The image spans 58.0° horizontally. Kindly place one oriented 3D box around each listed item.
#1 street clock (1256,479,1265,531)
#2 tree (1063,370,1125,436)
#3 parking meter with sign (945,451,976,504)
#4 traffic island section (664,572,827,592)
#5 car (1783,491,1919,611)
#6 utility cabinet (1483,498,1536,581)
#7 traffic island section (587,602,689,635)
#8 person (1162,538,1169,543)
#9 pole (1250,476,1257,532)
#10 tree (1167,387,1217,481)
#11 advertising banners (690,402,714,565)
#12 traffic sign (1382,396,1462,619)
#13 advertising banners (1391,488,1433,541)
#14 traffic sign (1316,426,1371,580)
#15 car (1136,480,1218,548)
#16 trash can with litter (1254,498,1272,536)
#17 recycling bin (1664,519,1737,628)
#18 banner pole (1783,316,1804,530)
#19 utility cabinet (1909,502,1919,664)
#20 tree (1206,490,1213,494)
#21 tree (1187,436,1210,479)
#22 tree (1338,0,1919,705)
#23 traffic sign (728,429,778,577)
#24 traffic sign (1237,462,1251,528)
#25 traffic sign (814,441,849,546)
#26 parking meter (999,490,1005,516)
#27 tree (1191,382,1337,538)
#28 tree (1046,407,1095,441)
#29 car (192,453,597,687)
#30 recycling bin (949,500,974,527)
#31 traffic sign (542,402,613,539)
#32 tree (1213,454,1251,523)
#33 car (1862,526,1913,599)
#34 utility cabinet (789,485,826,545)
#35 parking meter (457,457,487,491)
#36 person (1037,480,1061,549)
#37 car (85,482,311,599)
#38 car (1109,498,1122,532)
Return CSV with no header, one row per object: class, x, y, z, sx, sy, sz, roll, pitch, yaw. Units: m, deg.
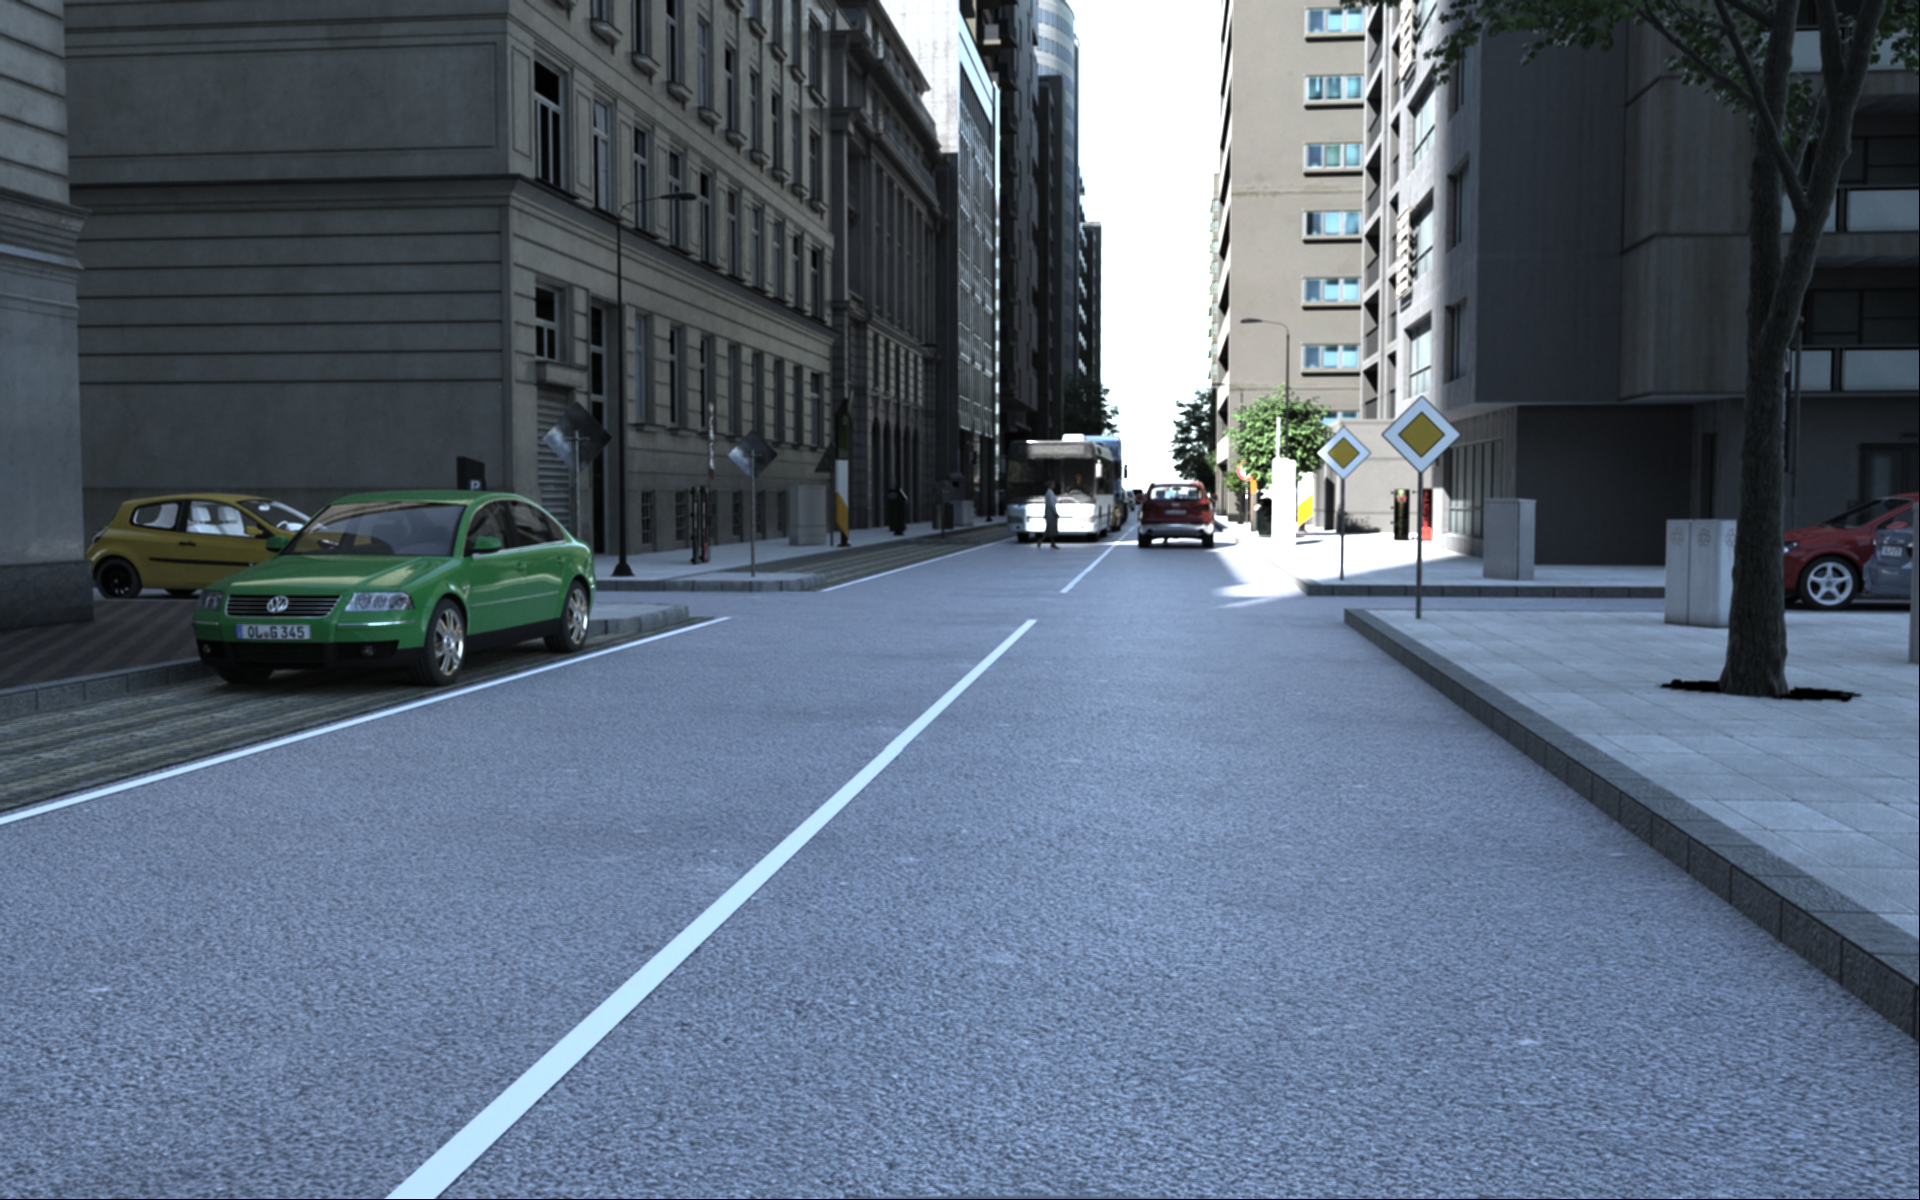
street clock,10.449,-3.414,60.390,0.471,2.002,0.358,-3,5,-45
tree,12.108,-16.603,178.111,9.857,13.997,8.962,0,3,0
parking meter with sign,-0.236,-4.529,70.307,1.738,3.016,0.543,-2,4,-27
traffic island section,-3.227,-0.279,26.843,2.009,0.180,2.903,0,4,7
car,12.036,-0.784,21.862,4.494,1.783,2.155,0,4,7
utility cabinet,8.286,-0.916,26.132,0.306,1.237,1.020,-1,4,-12
traffic island section,-4.187,0.206,18.916,2.009,0.180,2.903,0,4,7
person,6.126,-2.621,51.218,0.638,1.841,0.748,2,4,30
pole,9.867,-3.935,58.175,0.158,3.312,0.155,0,3,0
tree,25.359,-16.170,182.509,7.486,12.596,7.792,0,3,0
advertising banners,-4.787,-2.212,32.360,0.090,3.025,2.074,0,4,3
traffic sign,4.715,-0.863,17.760,0.795,2.450,0.064,0,4,7
advertising banners,12.626,-3.106,46.977,0.090,3.025,2.074,-3,5,-43
traffic sign,5.674,-1.348,25.688,0.795,2.450,0.064,0,4,7
car,5.976,-2.393,47.797,2.281,1.827,5.304,0,4,8
trash can with litter,9.374,-2.576,53.503,0.624,1.170,1.055,0,4,6
recycling bin,7.428,-0.269,16.951,0.722,1.027,0.722,-1,4,-19
banner pole,11.774,-2.120,24.681,0.401,3.779,0.863,0,4,-5
utility cabinet,7.742,-0.119,13.104,1.020,1.237,0.306,-1,4,-10
tree,20.504,-8.739,137.483,1.663,3.219,1.824,0,3,0
tree,29.133,-15.898,210.286,4.737,8.622,4.395,0,3,0
tree,5.282,-5.198,10.750,9.928,11.665,9.643,0,3,0
traffic sign,-3.203,-1.415,26.779,0.795,2.450,0.064,0,4,7
traffic sign,10.721,-3.951,64.700,0.768,2.556,0.104,1,4,11
traffic sign,-3.159,-2.608,42.640,0.884,2.594,0.081,1,4,10
parking meter,2.453,-5.682,101.308,0.372,1.533,0.369,0,3,0
tree,9.324,-4.095,50.670,4.285,4.588,4.351,0,3,0
tree,9.406,-11.981,146.243,4.737,8.622,4.395,0,3,0
car,-4.480,-0.338,14.327,1.959,1.807,4.718,0,4,7
recycling bin,0.061,-3.442,68.835,0.722,1.027,0.722,3,5,40
traffic sign,-4.162,-0.930,18.851,0.795,2.450,0.064,0,4,7
tree,12.628,-5.130,78.471,1.663,3.219,1.824,0,3,0
car,12.689,-0.457,19.468,4.499,1.417,2.014,0,4,6
utility cabinet,-3.828,-2.125,43.421,0.318,1.500,1.173,2,4,31
parking meter,-7.680,-1.318,27.268,0.255,1.863,0.399,3,5,43
person,2.301,-2.225,45.108,0.641,1.798,0.478,0,4,4
car,-9.798,-0.827,23.747,3.980,1.641,2.015,0,4,6
car,5.278,-3.460,66.795,2.015,1.641,3.980,1,4,9
